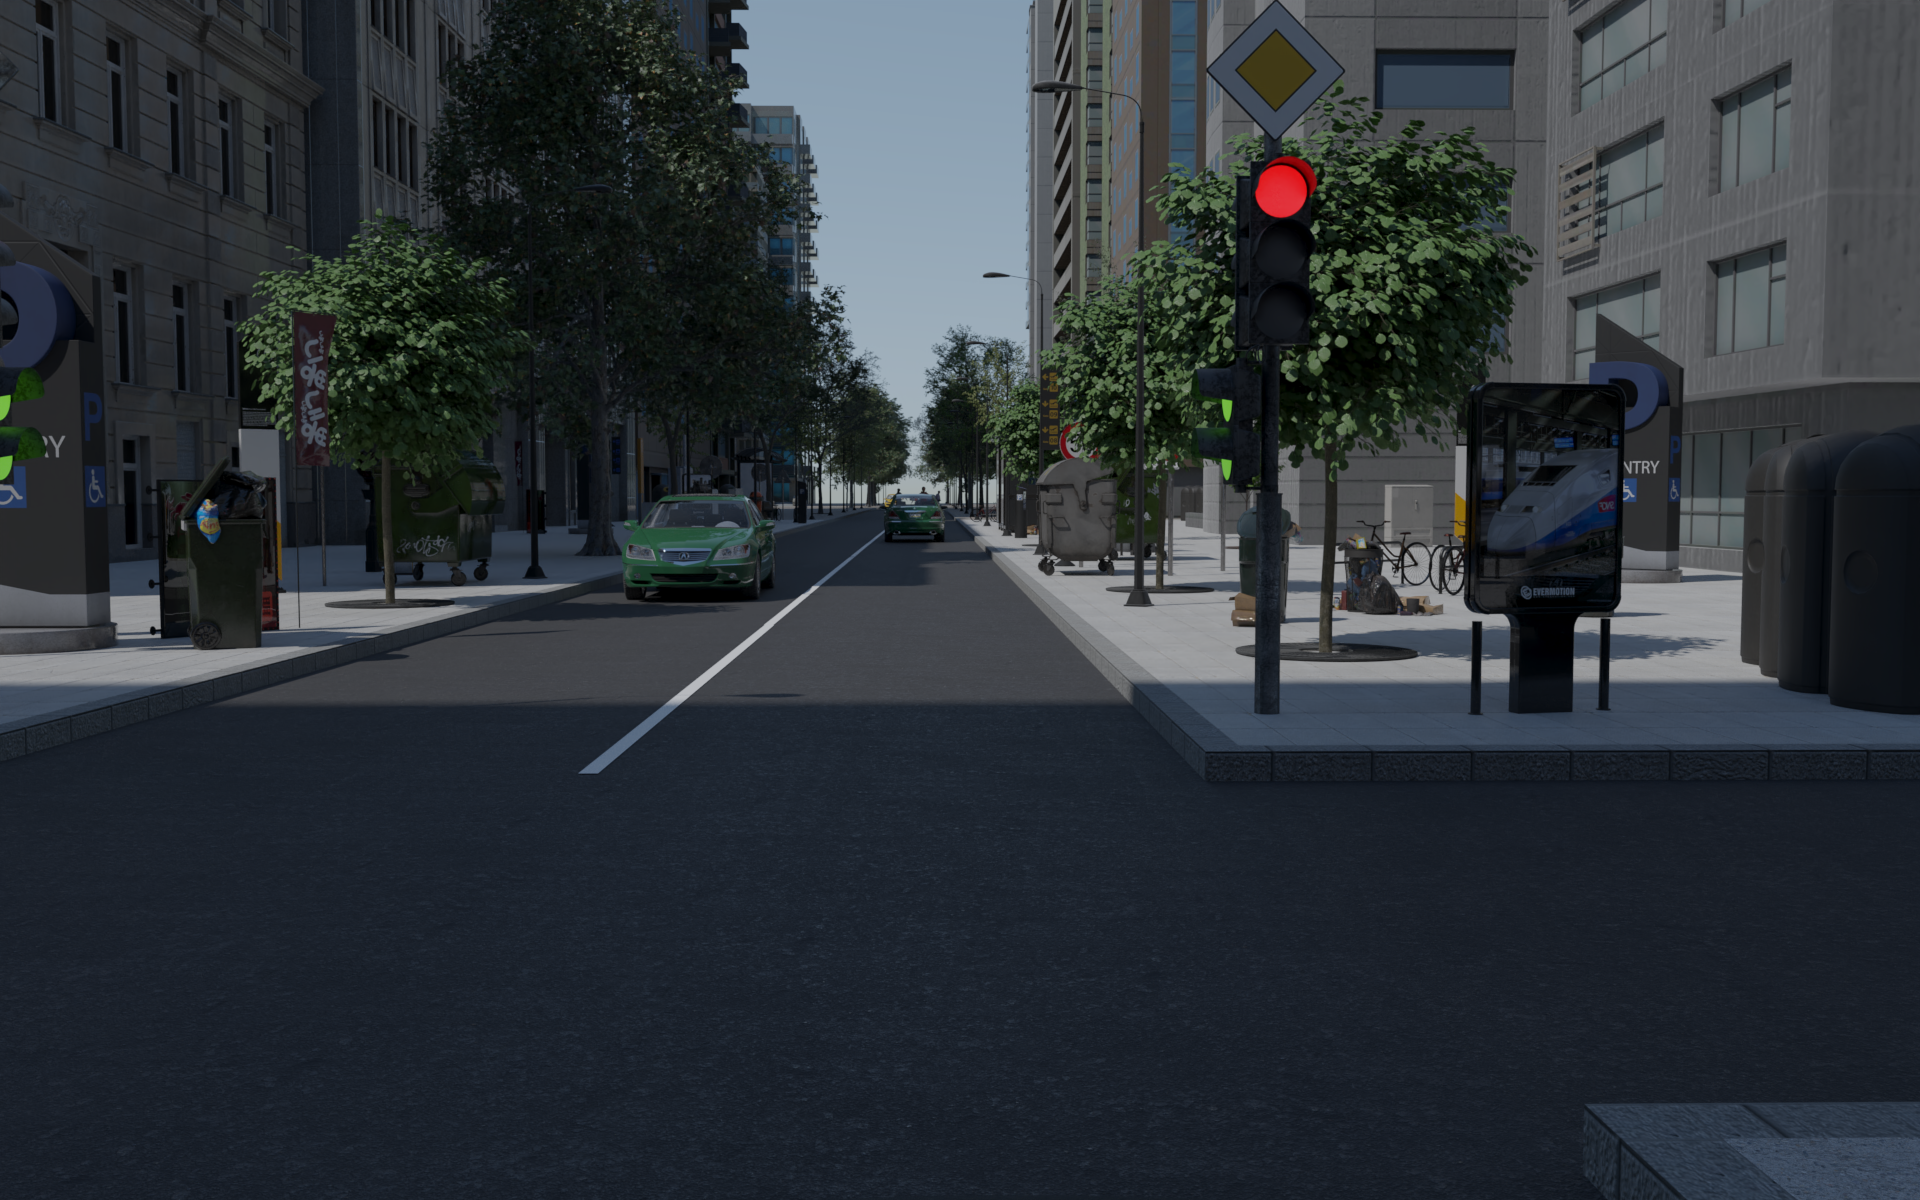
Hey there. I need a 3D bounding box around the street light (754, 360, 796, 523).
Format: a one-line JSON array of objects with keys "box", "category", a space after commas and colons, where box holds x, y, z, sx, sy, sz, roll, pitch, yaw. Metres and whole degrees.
[{"box": [-6.541, -5.339, 59.838, 1.470, 5.913, 1.316, 0, 4, -1], "category": "street light"}]

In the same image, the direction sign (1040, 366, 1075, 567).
[{"box": [1.862, -2.369, 30.724, 0.876, 3.537, 0.379, 0, 4, -3], "category": "direction sign"}]

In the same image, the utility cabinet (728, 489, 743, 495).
[{"box": [-9.024, -3.729, 69.643, 0.318, 1.500, 1.173, 0, 4, 7], "category": "utility cabinet"}]

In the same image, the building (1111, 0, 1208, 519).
[{"box": [16.067, -27.275, 96.054, 14.600, 45.320, 14.200, 0, 4, -1], "category": "building"}]

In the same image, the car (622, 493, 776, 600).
[{"box": [-3.687, -0.808, 25.010, 2.131, 1.459, 4.920, 0, 4, -2], "category": "car"}]

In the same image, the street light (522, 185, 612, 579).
[{"box": [-5.918, -3.279, 26.145, 1.470, 5.913, 1.316, 0, 4, -1], "category": "street light"}]

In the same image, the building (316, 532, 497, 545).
[{"box": [-20.993, -14.329, 52.294, 12.078, 24.808, 19.932, 0, 4, -1], "category": "building"}]

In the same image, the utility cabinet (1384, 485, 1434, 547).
[{"box": [10.791, -2.014, 41.608, 1.173, 1.500, 0.318, -1, 4, -20], "category": "utility cabinet"}]

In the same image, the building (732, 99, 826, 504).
[{"box": [-29.118, -36.445, 215.487, 23.786, 49.044, 30.456, 0, 4, -1], "category": "building"}]

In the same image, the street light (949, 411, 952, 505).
[{"box": [0.305, -6.886, 85.121, 1.470, 5.913, 1.316, 0, 4, -1], "category": "street light"}]

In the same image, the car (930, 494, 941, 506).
[{"box": [-2.362, -6.846, 123.929, 2.014, 1.417, 4.499, 0, 4, 0], "category": "car"}]

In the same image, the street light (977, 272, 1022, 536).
[{"box": [1.174, -3.906, 36.397, 1.470, 5.913, 1.316, 0, 4, -1], "category": "street light"}]

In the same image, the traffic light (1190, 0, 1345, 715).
[{"box": [1.779, -1.291, 10.028, 0.839, 4.253, 0.868, 0, 4, -1], "category": "traffic light"}]

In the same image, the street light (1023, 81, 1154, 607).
[{"box": [1.507, -2.881, 19.646, 1.470, 5.913, 1.316, 0, 4, -1], "category": "street light"}]

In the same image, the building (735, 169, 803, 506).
[{"box": [-33.653, -30.324, 187.679, 32.217, 40.220, 23.993, 0, 4, -1], "category": "building"}]

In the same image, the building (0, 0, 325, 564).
[{"box": [-21.308, -14.218, 29.731, 12.463, 27.353, 25.104, 0, 4, -1], "category": "building"}]

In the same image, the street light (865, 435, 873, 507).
[{"box": [-7.790, -10.024, 136.434, 1.470, 5.913, 1.316, 0, 4, -1], "category": "street light"}]

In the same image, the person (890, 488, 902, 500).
[{"box": [-4.578, -7.419, 129.427, 1.348, 1.869, 0.705, 0, 4, 6], "category": "person"}]

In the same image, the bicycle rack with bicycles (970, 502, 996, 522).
[{"box": [2.166, -4.047, 79.558, 2.925, 0.926, 2.852, 1, 4, 17], "category": "bicycle rack with bicycles"}]

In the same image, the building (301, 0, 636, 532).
[{"box": [-21.364, -15.545, 72.185, 12.078, 24.808, 19.932, 0, 4, -1], "category": "building"}]

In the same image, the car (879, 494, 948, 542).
[{"box": [-1.419, -2.534, 53.231, 2.131, 1.459, 4.920, 0, 4, -2], "category": "car"}]

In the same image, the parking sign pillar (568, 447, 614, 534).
[{"box": [-11.915, -4.119, 55.814, 1.447, 3.967, 1.447, 1, 4, 9], "category": "parking sign pillar"}]

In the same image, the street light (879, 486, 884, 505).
[{"box": [-8.369, -12.072, 169.914, 1.470, 5.913, 1.316, 0, 4, -1], "category": "street light"}]

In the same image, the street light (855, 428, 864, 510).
[{"box": [-7.537, -9.031, 120.192, 1.470, 5.913, 1.316, 0, 4, -1], "category": "street light"}]

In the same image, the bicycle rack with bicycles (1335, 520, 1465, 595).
[{"box": [6.449, -0.616, 23.452, 2.925, 0.926, 2.852, -3, 5, -40], "category": "bicycle rack with bicycles"}]

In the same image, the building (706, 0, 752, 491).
[{"box": [-27.297, -28.937, 127.752, 22.147, 44.769, 28.867, 0, 4, -1], "category": "building"}]

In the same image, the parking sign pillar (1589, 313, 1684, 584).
[{"box": [9.857, -2.257, 25.381, 1.447, 3.967, 1.447, -3, 5, -42], "category": "parking sign pillar"}]

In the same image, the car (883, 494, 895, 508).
[{"box": [-6.542, -9.850, 171.278, 2.015, 1.641, 3.980, 0, 4, 0], "category": "car"}]

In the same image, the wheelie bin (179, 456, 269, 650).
[{"box": [-6.168, -0.406, 14.549, 0.693, 1.594, 0.980, -2, 4, -26], "category": "wheelie bin"}]

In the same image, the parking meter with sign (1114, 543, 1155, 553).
[{"box": [3.710, -2.580, 38.436, 0.543, 3.016, 1.738, -2, 4, -32], "category": "parking meter with sign"}]

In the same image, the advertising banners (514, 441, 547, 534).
[{"box": [-13.959, -3.673, 56.239, 0.090, 3.025, 2.074, -3, 5, -41], "category": "advertising banners"}]

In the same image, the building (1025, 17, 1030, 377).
[{"box": [17.523, -55.940, 227.292, 22.319, 86.520, 31.000, 0, 4, -1], "category": "building"}]

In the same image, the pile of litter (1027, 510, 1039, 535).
[{"box": [2.518, -2.488, 54.638, 1.719, 0.858, 1.176, 0, 4, -3], "category": "pile of litter"}]

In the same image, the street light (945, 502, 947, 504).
[{"box": [-0.120, -8.547, 112.276, 1.470, 5.913, 1.316, 0, 4, -1], "category": "street light"}]

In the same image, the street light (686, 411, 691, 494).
[{"box": [-6.306, -4.346, 43.596, 1.470, 5.913, 1.316, 0, 4, -1], "category": "street light"}]

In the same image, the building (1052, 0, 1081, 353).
[{"box": [18.997, -31.714, 142.233, 21.300, 48.544, 21.600, 0, 4, -1], "category": "building"}]

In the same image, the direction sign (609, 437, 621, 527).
[{"box": [-13.813, -4.666, 68.285, 0.876, 3.537, 0.379, 0, 4, -8], "category": "direction sign"}]

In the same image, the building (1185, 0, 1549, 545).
[{"box": [18.717, -31.421, 55.728, 21.231, 58.520, 28.212, 0, 4, -1], "category": "building"}]

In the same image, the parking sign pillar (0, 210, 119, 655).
[{"box": [-7.832, -1.583, 14.348, 1.447, 3.967, 1.447, 0, 4, -1], "category": "parking sign pillar"}]

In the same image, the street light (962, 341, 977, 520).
[{"box": [0.895, -4.899, 52.639, 1.470, 5.913, 1.316, 0, 4, -1], "category": "street light"}]

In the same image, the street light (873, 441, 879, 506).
[{"box": [-8.152, -11.026, 152.809, 1.470, 5.913, 1.316, 0, 4, -1], "category": "street light"}]

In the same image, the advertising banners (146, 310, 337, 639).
[{"box": [-6.583, -1.215, 16.051, 0.090, 3.025, 2.074, 2, 4, 30], "category": "advertising banners"}]

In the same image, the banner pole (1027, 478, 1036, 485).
[{"box": [2.602, -4.038, 56.033, 0.863, 3.779, 0.401, -1, 4, -13], "category": "banner pole"}]

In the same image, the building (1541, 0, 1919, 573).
[{"box": [18.652, -21.003, 26.996, 14.086, 41.232, 14.154, 0, 4, -1], "category": "building"}]

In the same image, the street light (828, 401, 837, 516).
[{"box": [-6.883, -6.982, 86.693, 1.470, 5.913, 1.316, 0, 4, -1], "category": "street light"}]

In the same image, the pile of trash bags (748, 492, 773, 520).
[{"box": [-7.712, -3.242, 62.766, 1.912, 1.369, 3.447, -1, 4, -21], "category": "pile of trash bags"}]

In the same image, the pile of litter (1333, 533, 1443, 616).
[{"box": [4.603, -0.306, 18.971, 1.176, 0.858, 1.719, 0, 4, -6], "category": "pile of litter"}]

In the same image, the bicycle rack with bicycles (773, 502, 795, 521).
[{"box": [-8.520, -4.254, 82.928, 2.852, 0.926, 2.925, 0, 4, -6], "category": "bicycle rack with bicycles"}]

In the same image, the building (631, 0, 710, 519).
[{"box": [-23.247, -27.866, 105.723, 14.600, 45.320, 14.200, 0, 4, -1], "category": "building"}]

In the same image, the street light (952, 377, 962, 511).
[{"box": [0.542, -5.892, 68.879, 1.470, 5.913, 1.316, 0, 4, -1], "category": "street light"}]

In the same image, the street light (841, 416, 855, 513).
[{"box": [-7.214, -8.012, 103.542, 1.470, 5.913, 1.316, 0, 4, -1], "category": "street light"}]

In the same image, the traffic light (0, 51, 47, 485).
[{"box": [-5.731, -1.282, 9.880, 0.839, 4.253, 0.868, 0, 4, -1], "category": "traffic light"}]

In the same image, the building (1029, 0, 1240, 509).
[{"box": [18.422, -40.144, 198.355, 21.231, 58.520, 28.212, 0, 4, -1], "category": "building"}]

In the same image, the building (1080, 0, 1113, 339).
[{"box": [15.510, -26.972, 124.583, 14.154, 41.232, 14.086, 0, 4, -1], "category": "building"}]

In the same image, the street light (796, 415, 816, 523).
[{"box": [-6.788, -6.416, 77.448, 1.470, 5.913, 1.316, 0, 4, -1], "category": "street light"}]

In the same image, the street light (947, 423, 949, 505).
[{"box": [0.146, -7.553, 96.035, 1.470, 5.913, 1.316, 0, 4, -1], "category": "street light"}]
